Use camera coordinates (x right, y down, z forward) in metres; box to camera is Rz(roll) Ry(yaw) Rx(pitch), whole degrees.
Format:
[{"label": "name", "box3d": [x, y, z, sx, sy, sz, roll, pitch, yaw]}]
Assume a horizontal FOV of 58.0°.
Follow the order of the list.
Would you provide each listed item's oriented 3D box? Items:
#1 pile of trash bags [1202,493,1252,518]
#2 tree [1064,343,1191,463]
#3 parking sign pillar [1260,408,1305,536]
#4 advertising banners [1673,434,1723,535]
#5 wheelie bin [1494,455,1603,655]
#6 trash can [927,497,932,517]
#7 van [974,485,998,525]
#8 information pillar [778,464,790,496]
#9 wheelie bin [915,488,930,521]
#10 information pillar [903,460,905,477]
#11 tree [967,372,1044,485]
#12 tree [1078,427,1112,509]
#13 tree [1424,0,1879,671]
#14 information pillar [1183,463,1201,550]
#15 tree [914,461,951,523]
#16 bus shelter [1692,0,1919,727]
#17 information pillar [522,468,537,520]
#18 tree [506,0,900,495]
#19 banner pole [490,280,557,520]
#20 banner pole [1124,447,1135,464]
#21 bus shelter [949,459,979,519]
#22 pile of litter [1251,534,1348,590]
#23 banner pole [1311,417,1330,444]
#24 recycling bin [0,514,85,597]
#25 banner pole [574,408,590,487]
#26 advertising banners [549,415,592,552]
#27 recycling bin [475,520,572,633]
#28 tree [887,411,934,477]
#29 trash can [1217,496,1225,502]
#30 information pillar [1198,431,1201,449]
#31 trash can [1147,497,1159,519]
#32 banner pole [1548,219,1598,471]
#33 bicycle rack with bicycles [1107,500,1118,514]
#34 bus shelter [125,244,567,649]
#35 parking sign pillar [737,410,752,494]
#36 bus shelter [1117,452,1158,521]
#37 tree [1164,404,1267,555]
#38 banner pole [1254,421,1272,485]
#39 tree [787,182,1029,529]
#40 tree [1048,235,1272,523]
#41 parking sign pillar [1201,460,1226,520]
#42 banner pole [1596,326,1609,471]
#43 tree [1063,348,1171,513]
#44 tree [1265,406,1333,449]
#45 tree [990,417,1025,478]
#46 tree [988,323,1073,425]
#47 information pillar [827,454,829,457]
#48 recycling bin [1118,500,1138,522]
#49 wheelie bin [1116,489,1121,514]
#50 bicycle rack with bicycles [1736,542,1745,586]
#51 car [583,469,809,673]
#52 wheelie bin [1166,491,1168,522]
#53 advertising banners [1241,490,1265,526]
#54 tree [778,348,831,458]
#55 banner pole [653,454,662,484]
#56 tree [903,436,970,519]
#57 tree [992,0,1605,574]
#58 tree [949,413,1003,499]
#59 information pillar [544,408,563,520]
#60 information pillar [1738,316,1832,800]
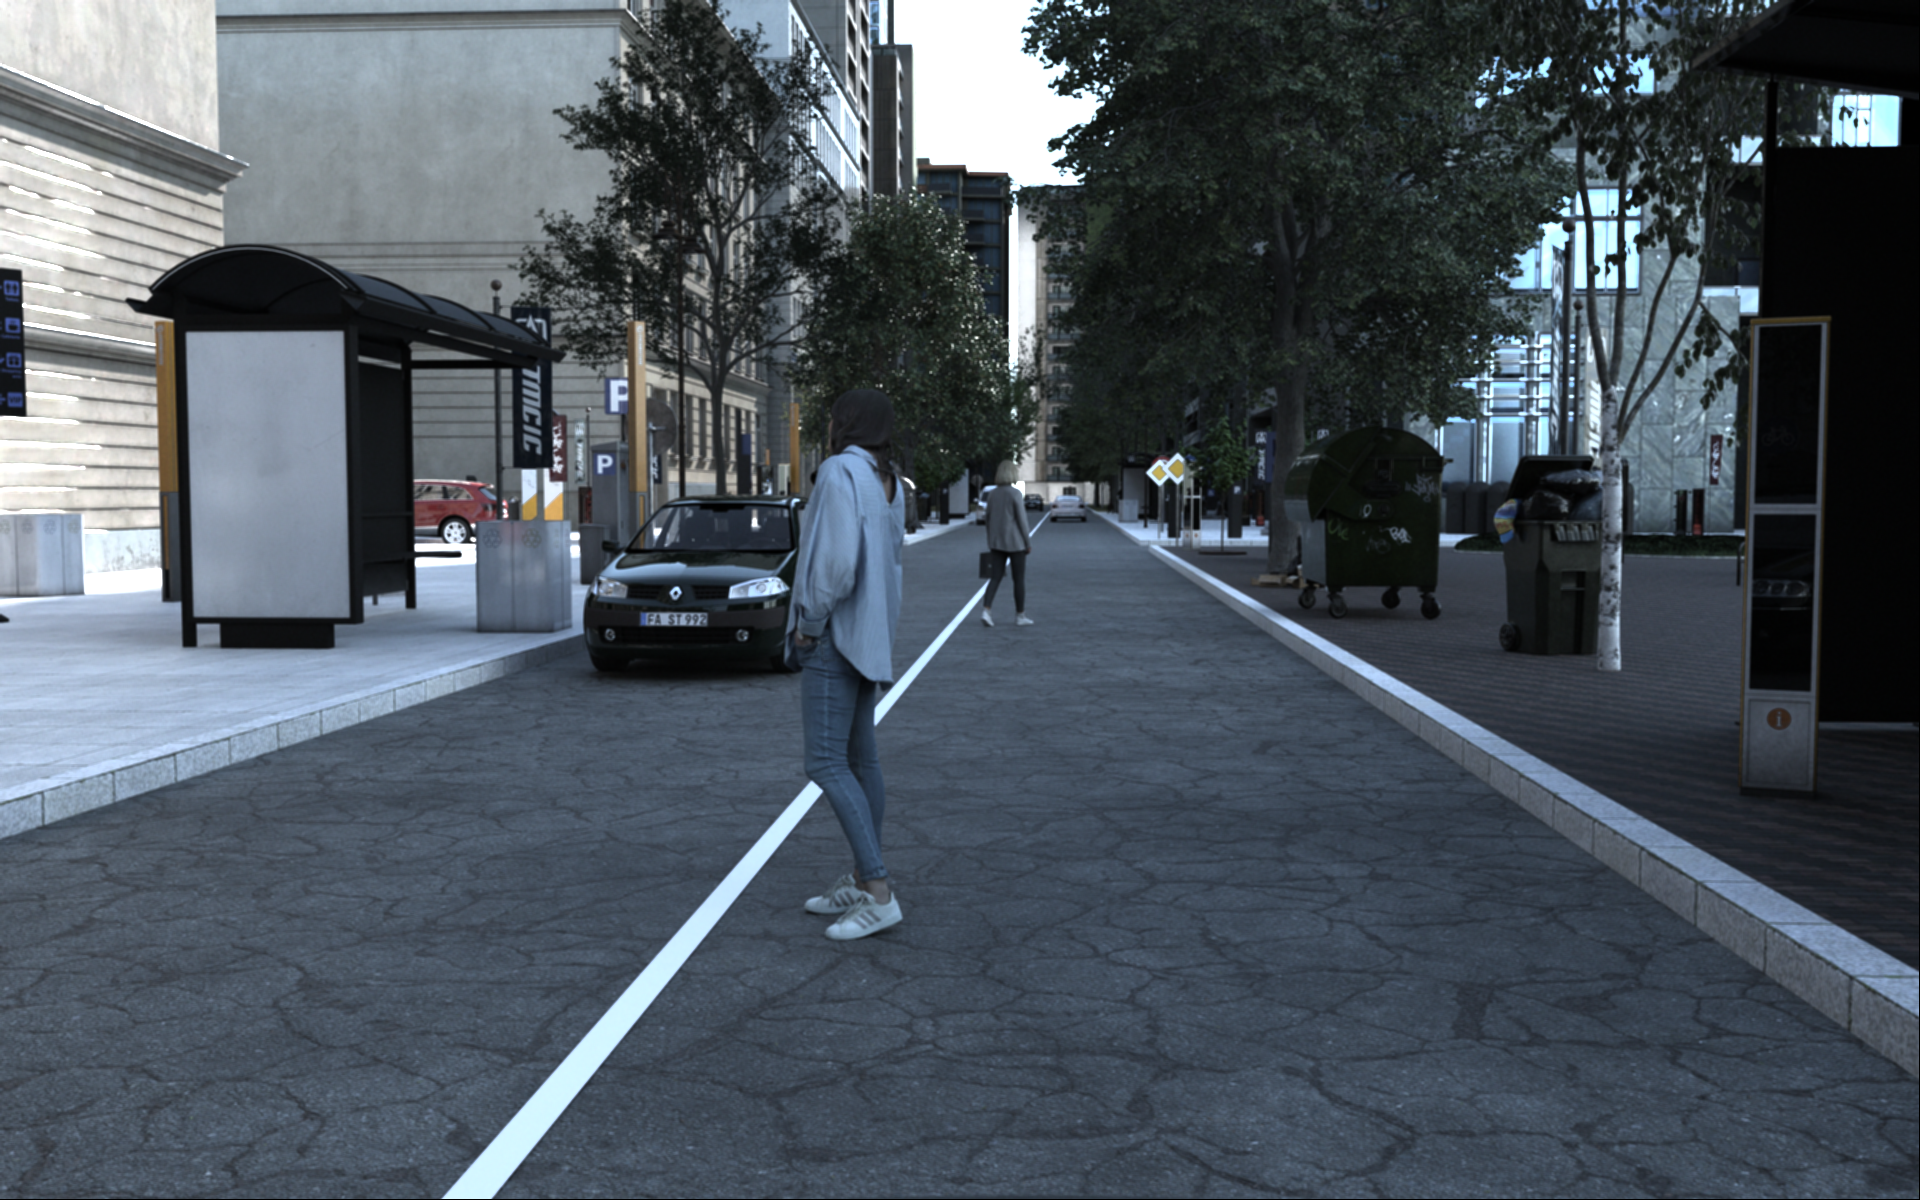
[{"label": "pile of trash bags", "box3d": [14.587, -5.117, 93.422, 1.912, 1.369, 3.447, -2, 4, -32]}, {"label": "tree", "box3d": [10.594, -11.121, 107.583, 9.928, 11.665, 9.643, 0, 3, 0]}, {"label": "parking sign pillar", "box3d": [10.065, -3.991, 53.720, 1.447, 3.967, 1.447, -2, 4, -35]}, {"label": "advertising banners", "box3d": [22.047, -3.397, 51.729, 0.090, 3.025, 2.074, -1, 4, -14]}, {"label": "wheelie bin", "box3d": [4.837, -0.373, 13.999, 0.980, 1.594, 0.693, -1, 4, -13]}, {"label": "trash can", "box3d": [-1.928, -5.259, 97.643, 0.748, 1.137, 0.748, 0, 3, 0]}, {"label": "van", "box3d": [1.699, -4.533, 81.132, 2.013, 2.044, 4.112, 0, 4, 5]}, {"label": "information pillar", "box3d": [-4.220, -2.312, 42.300, 0.304, 2.012, 0.304, -3, 5, -43]}, {"label": "wheelie bin", "box3d": [-1.888, -4.528, 81.933, 0.980, 1.594, 0.693, 1, 4, 20]}, {"label": "information pillar", "box3d": [-3.066, -6.651, 100.095, 0.504, 3.616, 0.183, 0, 4, 8]}, {"label": "tree", "box3d": [2.688, -12.860, 136.015, 9.928, 11.665, 9.643, 0, 3, 0]}, {"label": "tree", "box3d": [12.384, -12.317, 151.746, 4.360, 8.622, 3.978, 0, 3, 0]}, {"label": "tree", "box3d": [4.830, -3.780, 12.172, 4.360, 8.622, 3.978, 0, 3, 0]}, {"label": "information pillar", "box3d": [5.317, -2.153, 39.693, 0.304, 2.012, 0.304, -3, 4, -37]}, {"label": "tree", "box3d": [-1.444, -4.997, 76.306, 1.663, 3.219, 1.824, 0, 3, 0]}, {"label": "bus shelter", "box3d": [4.629, -0.923, 6.367, 1.731, 3.624, 6.357, 0, 4, 4]}, {"label": "information pillar", "box3d": [-14.370, -4.058, 57.700, 0.504, 3.616, 0.183, -1, 4, -18]}, {"label": "tree", "box3d": [-4.715, -5.964, 31.921, 7.601, 10.594, 8.767, -2, 4, -26]}, {"label": "banner pole", "box3d": [-5.191, -1.857, 20.382, 0.863, 3.779, 0.401, -1, 4, -16]}, {"label": "banner pole", "box3d": [8.982, -6.246, 92.133, 0.863, 3.779, 0.401, 3, 5, 39]}, {"label": "bus shelter", "box3d": [-0.122, -6.046, 92.783, 2.014, 3.302, 5.546, 0, 4, 4]}, {"label": "pile of litter", "box3d": [4.682, -0.609, 23.922, 1.176, 0.858, 1.719, 0, 4, -8]}, {"label": "banner pole", "box3d": [11.570, -4.033, 55.949, 0.863, 3.779, 0.401, 3, 4, 36]}, {"label": "recycling bin", "box3d": [-11.621, -0.572, 21.905, 0.722, 1.027, 0.722, 1, 4, 20]}, {"label": "banner pole", "box3d": [-11.004, -3.709, 50.652, 0.863, 3.779, 0.401, 3, 5, 40]}, {"label": "advertising banners", "box3d": [-8.161, -2.576, 38.298, 2.074, 3.025, 0.090, 0, 4, -3]}, {"label": "recycling bin", "box3d": [-4.106, -0.231, 16.334, 0.722, 1.027, 0.722, 0, 4, 3]}, {"label": "tree", "box3d": [-3.381, -9.475, 105.282, 4.737, 8.622, 4.395, 0, 3, 0]}, {"label": "trash can", "box3d": [17.489, -6.402, 116.328, 0.748, 1.137, 0.748, 0, 3, 0]}, {"label": "information pillar", "box3d": [8.860, -4.457, 64.222, 0.183, 3.616, 0.504, 1, 4, 9]}, {"label": "trash can", "box3d": [10.001, -4.791, 89.980, 0.748, 1.137, 0.748, 0, 3, 0]}, {"label": "banner pole", "box3d": [5.412, -1.568, 15.655, 0.401, 3.779, 0.863, 2, 4, 32]}, {"label": "bicycle rack with bicycles", "box3d": [10.795, -6.005, 111.557, 2.852, 0.926, 2.925, 0, 4, -5]}, {"label": "bus shelter", "box3d": [-5.599, -1.401, 16.835, 2.014, 3.302, 5.546, 0, 4, 4]}, {"label": "parking sign pillar", "box3d": [-7.035, -4.146, 56.266, 1.447, 3.967, 1.447, 0, 4, -8]}, {"label": "bus shelter", "box3d": [8.935, -5.647, 86.257, 2.014, 3.302, 5.546, 0, 4, 3]}, {"label": "tree", "box3d": [5.493, -2.594, 37.020, 1.663, 3.219, 1.824, 0, 3, 0]}, {"label": "banner pole", "box3d": [10.334, -4.188, 58.492, 0.863, 3.779, 0.401, 1, 4, 22]}, {"label": "tree", "box3d": [-1.963, -8.994, 64.066, 9.611, 12.733, 9.660, 0, 3, 0]}, {"label": "tree", "box3d": [9.170, -10.175, 76.728, 12.009, 13.543, 11.850, 0, 3, 0]}, {"label": "parking sign pillar", "box3d": [12.747, -6.057, 87.497, 1.447, 3.967, 1.447, 1, 4, 14]}, {"label": "banner pole", "box3d": [8.185, -1.994, 22.612, 0.863, 3.779, 0.401, -2, 4, -33]}, {"label": "tree", "box3d": [12.610, -13.398, 137.185, 7.486, 12.596, 7.792, 0, 3, 0]}, {"label": "tree", "box3d": [12.394, -4.801, 62.212, 4.285, 4.588, 4.351, 0, 3, 0]}, {"label": "tree", "box3d": [4.409, -13.009, 163.053, 4.737, 8.622, 4.395, 0, 3, 0]}, {"label": "tree", "box3d": [6.688, -20.513, 191.270, 12.611, 20.169, 13.585, 0, 3, 0]}, {"label": "information pillar", "box3d": [-6.466, -5.714, 84.773, 0.183, 3.616, 0.504, 0, 4, -5]}, {"label": "recycling bin", "box3d": [7.633, -4.041, 78.624, 0.722, 1.027, 0.722, -1, 4, -14]}, {"label": "wheelie bin", "box3d": [10.685, -6.456, 113.463, 0.693, 1.594, 0.980, 3, 5, 40]}, {"label": "bicycle rack with bicycles", "box3d": [12.320, -0.647, 23.962, 2.925, 0.926, 2.852, -2, 4, -34]}, {"label": "car", "box3d": [-2.003, -0.331, 15.197, 2.009, 1.686, 4.222, 0, 4, 5]}, {"label": "wheelie bin", "box3d": [9.733, -4.371, 79.375, 0.980, 1.594, 0.693, 2, 4, 33]}, {"label": "advertising banners", "box3d": [11.992, -4.458, 69.074, 0.090, 3.025, 2.074, -3, 5, -44]}, {"label": "tree", "box3d": [-5.608, -7.640, 75.272, 4.360, 8.622, 3.978, 0, 3, 0]}, {"label": "banner pole", "box3d": [-9.386, -3.804, 52.208, 0.863, 3.779, 0.401, 0, 4, -7]}, {"label": "tree", "box3d": [-1.192, -6.389, 88.171, 4.285, 4.588, 4.351, 0, 3, 0]}, {"label": "tree", "box3d": [5.419, -7.402, 27.674, 9.857, 13.997, 8.962, 0, 3, 0]}, {"label": "tree", "box3d": [1.240, -10.443, 121.105, 4.360, 8.622, 3.978, 0, 3, 0]}, {"label": "information pillar", "box3d": [-10.203, -3.181, 43.366, 0.504, 3.616, 0.183, 1, 4, 15]}, {"label": "information pillar", "box3d": [3.507, -0.176, 7.376, 0.304, 2.012, 0.304, 2, 4, 25]}]
